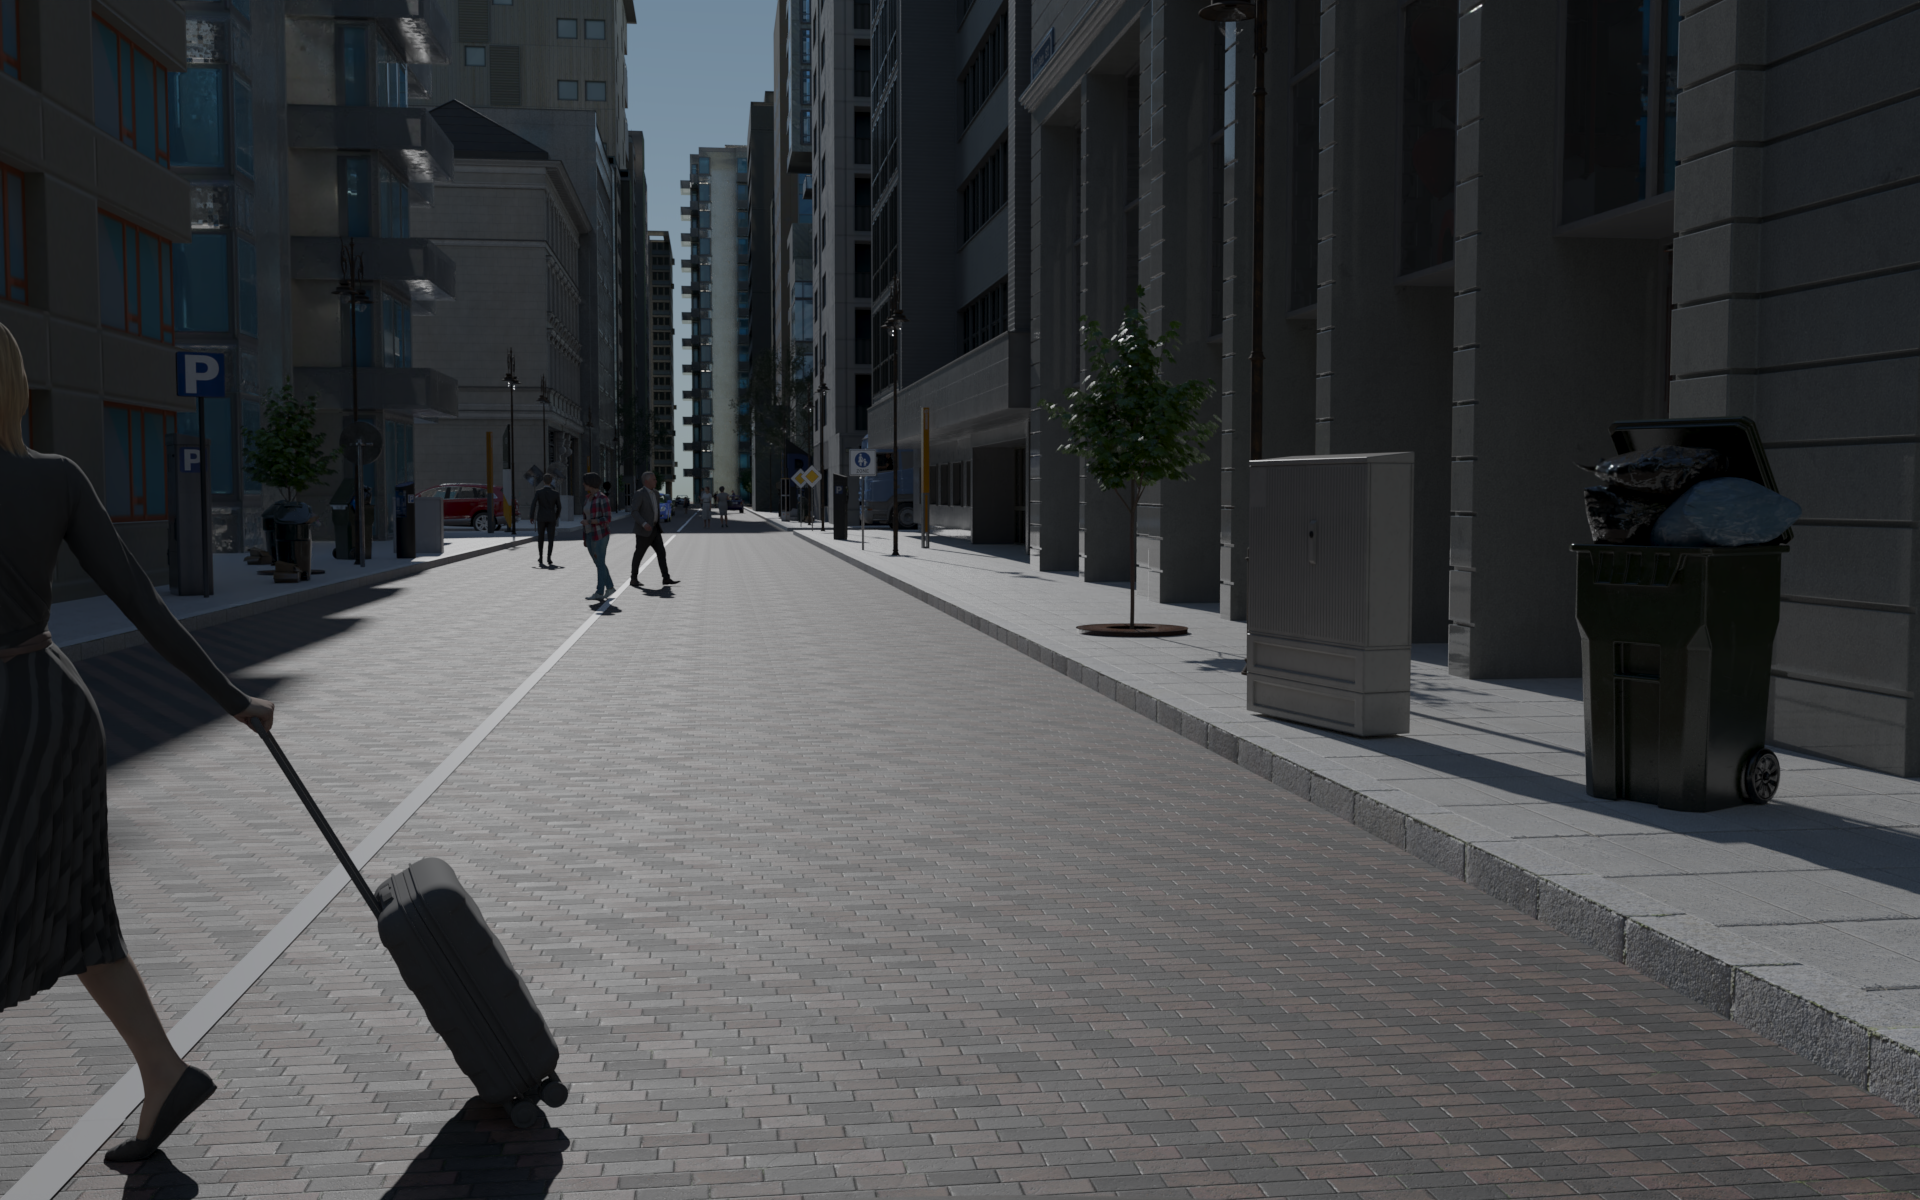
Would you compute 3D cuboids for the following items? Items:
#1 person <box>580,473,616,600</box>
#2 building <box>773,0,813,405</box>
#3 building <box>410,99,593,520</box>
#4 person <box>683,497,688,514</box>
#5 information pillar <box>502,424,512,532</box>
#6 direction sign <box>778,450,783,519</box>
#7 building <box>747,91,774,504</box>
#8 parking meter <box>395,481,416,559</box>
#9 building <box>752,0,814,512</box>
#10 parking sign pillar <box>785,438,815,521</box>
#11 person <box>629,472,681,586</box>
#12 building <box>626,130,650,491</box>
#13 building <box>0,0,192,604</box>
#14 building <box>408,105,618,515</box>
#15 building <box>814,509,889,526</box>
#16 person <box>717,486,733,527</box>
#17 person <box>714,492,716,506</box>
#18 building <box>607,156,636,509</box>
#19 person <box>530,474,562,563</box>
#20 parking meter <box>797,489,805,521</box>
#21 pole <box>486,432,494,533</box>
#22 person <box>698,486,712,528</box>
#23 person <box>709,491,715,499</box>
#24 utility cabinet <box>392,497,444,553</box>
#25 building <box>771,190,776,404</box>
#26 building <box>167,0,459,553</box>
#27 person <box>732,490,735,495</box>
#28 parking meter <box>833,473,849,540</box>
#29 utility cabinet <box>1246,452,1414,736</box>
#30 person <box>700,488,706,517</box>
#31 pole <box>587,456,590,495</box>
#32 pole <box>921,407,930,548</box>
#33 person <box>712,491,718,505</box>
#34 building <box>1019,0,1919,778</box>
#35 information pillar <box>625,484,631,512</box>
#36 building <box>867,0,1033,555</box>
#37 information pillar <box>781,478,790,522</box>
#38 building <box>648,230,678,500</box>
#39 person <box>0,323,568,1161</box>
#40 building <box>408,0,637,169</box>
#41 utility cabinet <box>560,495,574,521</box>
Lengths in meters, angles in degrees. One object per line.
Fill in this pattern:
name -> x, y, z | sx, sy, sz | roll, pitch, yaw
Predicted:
person -> -4.904, -0.869, 23.547 | 0.643, 1.720, 0.563 | -3, 4, -37
building -> -9.227, -30.788, 153.498 | 14.600, 45.320, 14.200 | 0, 4, -8
building -> -25.027, -14.405, 86.434 | 10.553, 20.767, 40.483 | 0, 4, -8
person -> -20.068, -6.930, 126.476 | 0.373, 1.253, 0.362 | 2, 4, 27
information pillar -> -15.204, -4.085, 58.144 | 0.183, 3.616, 0.504 | -3, 4, -37
direction sign -> -9.190, -5.955, 89.368 | 0.379, 3.537, 0.876 | 0, 4, 0
building -> -14.284, -35.634, 206.322 | 21.300, 48.544, 21.600 | 0, 4, -8
parking meter -> -11.060, -1.598, 34.543 | 0.372, 1.533, 0.369 | 0, 3, 0
building -> -3.106, -49.364, 119.776 | 22.319, 86.520, 31.000 | 0, 4, -8
parking sign pillar -> -7.745, -5.815, 83.543 | 1.447, 3.967, 1.447 | -1, 4, -15
person -> -4.785, -1.106, 26.975 | 0.834, 1.777, 0.661 | 1, 4, 21
building -> -41.521, -30.882, 188.507 | 14.154, 41.232, 14.086 | 0, 4, -8
building -> -23.092, -10.040, 9.193 | 27.650, 21.520, 28.899 | 0, 4, -8
building -> -29.729, -18.231, 116.099 | 12.078, 24.808, 19.932 | 0, 4, -8
building -> 3.961, -39.166, 78.611 | 20.611, 71.187, 20.563 | 0, 4, -8
person -> -10.160, -4.036, 74.852 | 0.716, 1.782, 0.532 | -1, 4, -9
person -> -29.775, -12.294, 210.973 | 0.593, 1.643, 0.415 | 3, 4, 36
building -> -35.072, -22.940, 146.763 | 14.160, 30.474, 14.107 | 0, 4, -8
person -> -8.584, -1.687, 35.862 | 0.659, 1.850, 0.755 | -1, 4, -16
parking meter -> -7.497, -4.487, 81.776 | 0.372, 1.533, 0.369 | 0, 3, 0
pole -> -15.361, -3.839, 56.613 | 0.158, 3.312, 0.155 | 0, 3, 0
person -> -10.718, -3.907, 72.943 | 0.480, 1.755, 0.524 | 1, 4, 17
person -> -23.478, -9.346, 162.130 | 1.217, 1.723, 0.721 | -1, 4, -19
utility cabinet -> -11.784, -1.623, 37.690 | 1.020, 1.237, 0.306 | 0, 4, -5
building -> -11.287, -24.234, 167.929 | 14.160, 30.474, 14.107 | 0, 4, -8
building -> -29.509, -25.958, 44.026 | 30.456, 49.044, 23.786 | 0, 4, -8
person -> -19.519, -8.516, 148.178 | 0.568, 1.767, 0.683 | 0, 4, 7
parking meter -> -3.343, -2.624, 48.617 | 0.399, 1.863, 0.255 | 1, 4, 15
utility cabinet -> 2.012, -0.055, 9.571 | 0.318, 1.500, 1.173 | -1, 4, -21
person -> -15.903, -6.087, 107.866 | 0.795, 1.843, 0.661 | 1, 4, 21
pole -> -20.090, -6.116, 93.848 | 0.158, 3.312, 0.155 | 0, 3, 0
pole -> -0.818, -2.875, 40.845 | 0.158, 3.312, 0.155 | 0, 3, 0
person -> -24.849, -10.279, 177.076 | 1.217, 1.766, 0.721 | -1, 4, -16
building -> 8.584, -14.513, 14.785 | 11.434, 29.767, 29.804 | 0, 4, -8
information pillar -> -23.549, -7.231, 122.716 | 0.304, 2.012, 0.304 | 3, 5, 44
building -> 5.913, -13.802, 44.735 | 14.314, 24.678, 30.058 | 0, 4, -8
information pillar -> -8.142, -4.668, 80.816 | 0.304, 2.012, 0.304 | 2, 4, 34
building -> -51.254, -33.394, 237.877 | 23.993, 40.220, 32.217 | 0, 4, -8
person -> -1.614, 0.309, 3.671 | 1.509, 1.804, 0.699 | -1, 4, -21
building -> -45.916, -35.311, 166.578 | 28.713, 52.752, 27.495 | 0, 4, -8
utility cabinet -> -18.604, -4.333, 82.005 | 0.306, 1.237, 1.020 | -2, 4, -34
